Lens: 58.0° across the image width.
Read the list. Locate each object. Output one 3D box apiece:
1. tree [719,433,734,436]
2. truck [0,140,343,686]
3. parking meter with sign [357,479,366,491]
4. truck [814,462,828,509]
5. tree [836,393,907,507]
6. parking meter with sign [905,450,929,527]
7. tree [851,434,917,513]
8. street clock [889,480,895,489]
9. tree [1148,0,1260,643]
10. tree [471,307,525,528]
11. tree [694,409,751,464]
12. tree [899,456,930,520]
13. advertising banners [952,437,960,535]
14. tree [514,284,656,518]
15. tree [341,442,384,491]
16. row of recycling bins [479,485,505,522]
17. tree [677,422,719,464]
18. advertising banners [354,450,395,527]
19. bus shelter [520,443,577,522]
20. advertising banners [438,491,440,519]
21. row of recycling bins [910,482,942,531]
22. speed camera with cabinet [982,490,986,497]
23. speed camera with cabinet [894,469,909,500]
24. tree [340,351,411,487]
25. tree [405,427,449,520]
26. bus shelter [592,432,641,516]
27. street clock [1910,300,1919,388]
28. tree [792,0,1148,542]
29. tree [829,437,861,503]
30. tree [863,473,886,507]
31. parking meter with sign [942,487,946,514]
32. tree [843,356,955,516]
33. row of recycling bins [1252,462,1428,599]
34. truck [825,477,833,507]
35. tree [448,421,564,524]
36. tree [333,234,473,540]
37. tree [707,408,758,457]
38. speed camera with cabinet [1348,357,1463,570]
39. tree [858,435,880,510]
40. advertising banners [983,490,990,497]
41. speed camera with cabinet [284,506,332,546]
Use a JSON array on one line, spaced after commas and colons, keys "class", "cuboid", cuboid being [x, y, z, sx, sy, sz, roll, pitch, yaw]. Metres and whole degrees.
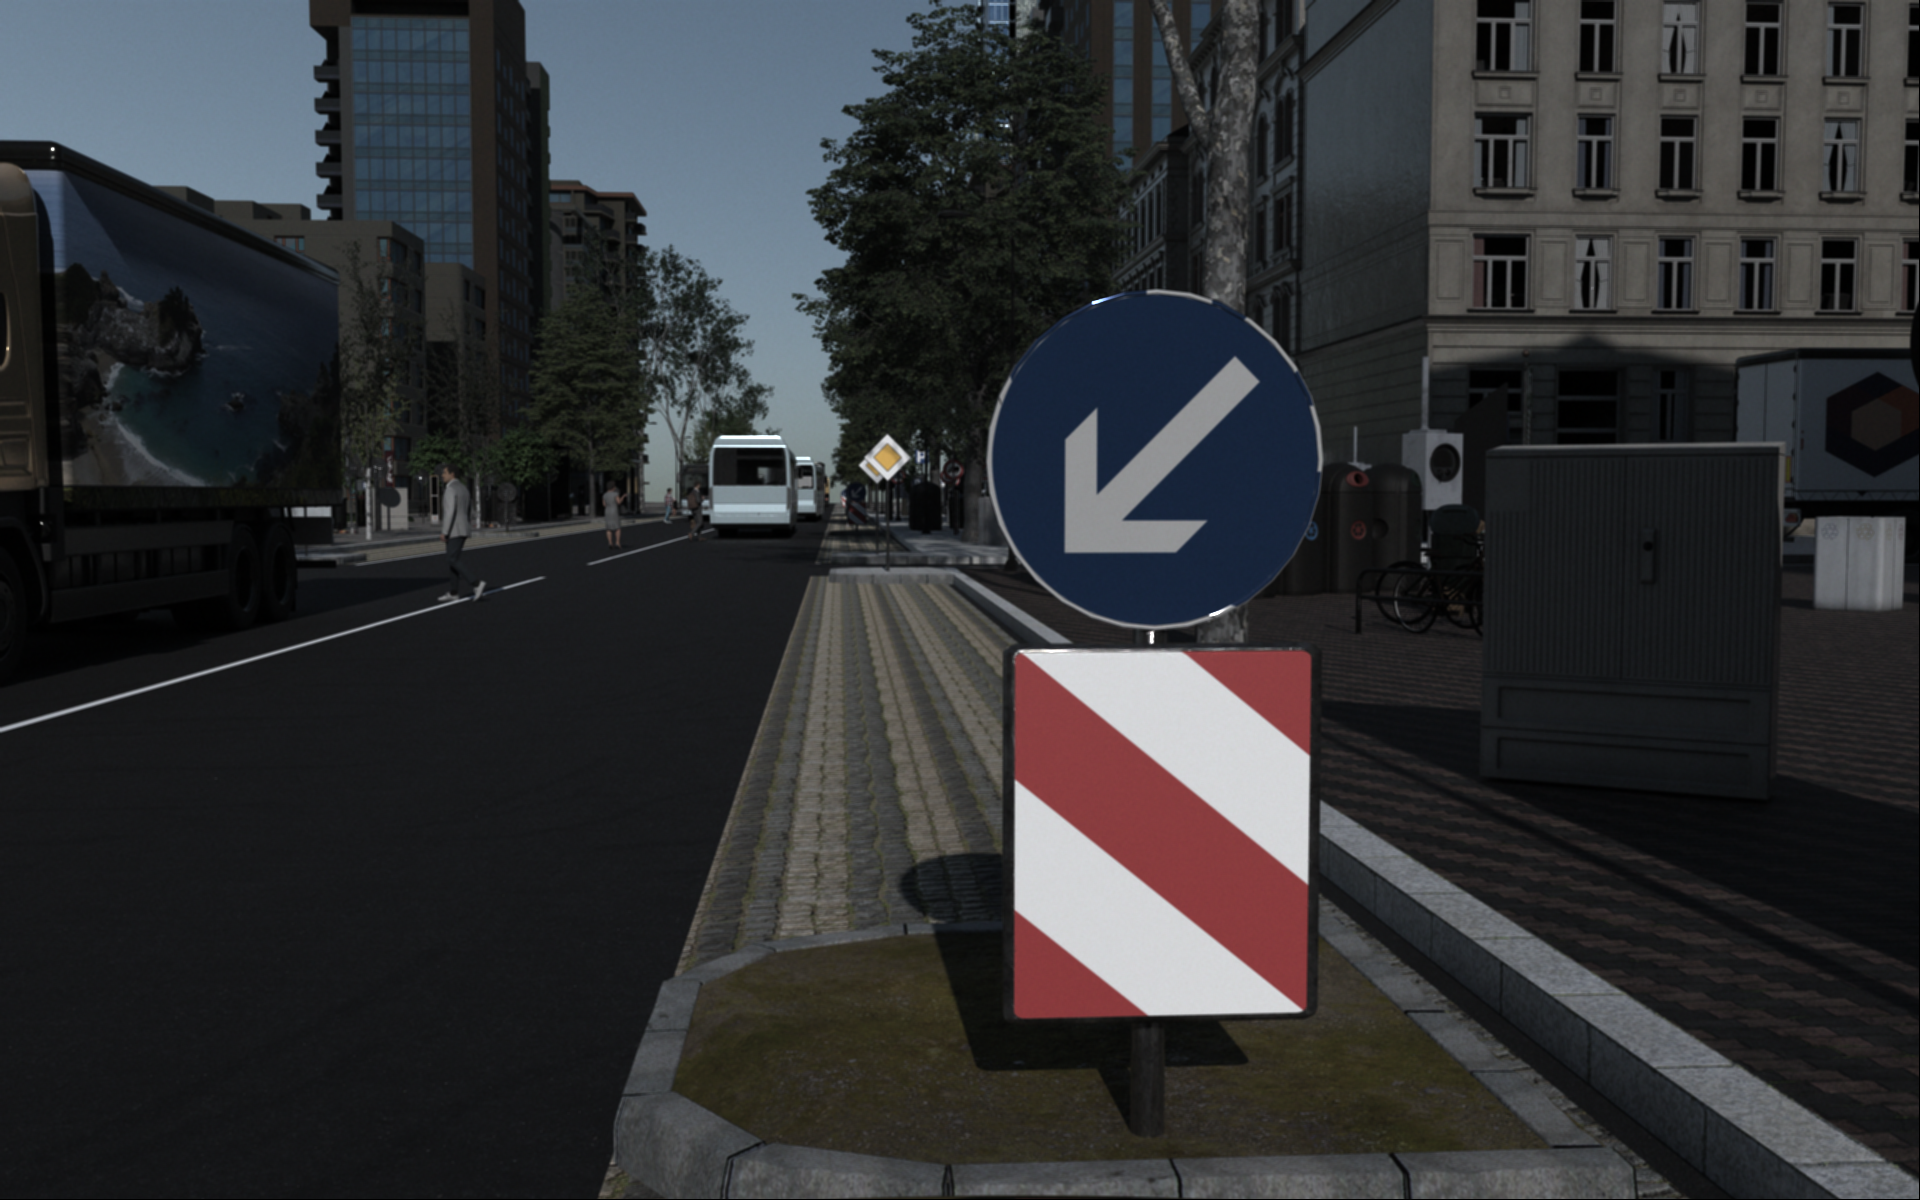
[{"class": "tree", "cuboid": [-27.767, -15.593, 205.302, 4.360, 8.622, 3.978, 0, 3, 0]}, {"class": "truck", "cuboid": [-8.512, -1.656, 15.995, 2.839, 4.237, 11.283, 0, 4, -4]}, {"class": "parking meter with sign", "cuboid": [-29.227, -5.411, 84.734, 0.543, 3.016, 1.738, -3, 5, -42]}, {"class": "truck", "cuboid": [-13.637, -10.331, 157.823, 2.839, 4.237, 11.283, 0, 4, -2]}, {"class": "tree", "cuboid": [-8.529, -15.446, 170.664, 7.486, 12.596, 7.792, 0, 3, 0]}, {"class": "parking meter with sign", "cuboid": [-1.624, -4.335, 67.139, 0.543, 3.016, 1.738, 1, 4, 9]}, {"class": "tree", "cuboid": [-4.491, -10.040, 114.517, 4.360, 8.622, 3.978, 0, 3, 0]}, {"class": "street clock", "cuboid": [-3.635, -5.250, 90.412, 0.358, 2.002, 0.471, 3, 5, 41]}, {"class": "tree", "cuboid": [3.289, -9.675, 14.082, 12.611, 20.169, 13.585, 0, 3, 0]}, {"class": "tree", "cuboid": [-18.078, -6.973, 64.365, 4.360, 8.622, 3.978, 0, 3, 0]}, {"class": "tree", "cuboid": [-29.044, -17.472, 211.428, 9.928, 11.665, 9.643, 0, 3, 0]}, {"class": "tree", "cuboid": [-2.360, -5.667, 87.255, 1.663, 3.219, 1.824, 0, 3, 0]}, {"class": "advertising banners", "cuboid": [-0.141, -3.558, 54.368, 0.090, 3.025, 2.074, 0, 4, 5]}, {"class": "tree", "cuboid": [-20.363, -10.772, 94.256, 7.486, 12.596, 7.792, 0, 3, 0]}, {"class": "tree", "cuboid": [-35.612, -7.258, 102.375, 4.285, 4.588, 4.351, 0, 3, 0]}, {"class": "row of recycling bins", "cuboid": [-22.143, -4.552, 81.535, 1.069, 1.692, 3.534, -1, 4, -23]}, {"class": "tree", "cuboid": [-25.677, -13.530, 171.575, 4.737, 8.622, 4.395, 0, 3, 0]}, {"class": "advertising banners", "cuboid": [-23.252, -4.446, 68.872, 0.090, 3.025, 2.074, 2, 4, 31]}, {"class": "bus shelter", "cuboid": [-19.579, -5.583, 82.558, 1.731, 3.624, 6.357, 0, 4, -4]}, {"class": "advertising banners", "cuboid": [-27.267, -5.771, 90.539, 0.090, 3.025, 2.074, -1, 4, -18]}, {"class": "row of recycling bins", "cuboid": [-1.288, -3.364, 62.109, 1.069, 1.692, 3.534, 0, 4, -6]}, {"class": "speed camera with cabinet", "cuboid": [1.319, -4.441, 66.951, 2.038, 3.252, 0.660, 3, 4, 37]}, {"class": "speed camera with cabinet", "cuboid": [-2.610, -6.074, 93.639, 2.038, 3.252, 0.660, 3, 4, 37]}, {"class": "tree", "cuboid": [-30.031, -8.423, 88.080, 4.737, 8.622, 4.395, 0, 3, 0]}, {"class": "tree", "cuboid": [-25.428, -6.187, 84.875, 4.285, 4.588, 4.351, 0, 3, 0]}, {"class": "bus shelter", "cuboid": [-20.827, -7.763, 104.548, 2.179, 5.291, 8.768, 0, 4, -4]}, {"class": "street clock", "cuboid": [3.273, -0.060, 5.546, 0.471, 2.002, 0.358, -2, 4, -26]}, {"class": "tree", "cuboid": [0.461, -8.513, 45.837, 9.857, 13.997, 8.962, 0, 3, 0]}, {"class": "tree", "cuboid": [-14.782, -20.597, 253.769, 9.611, 12.733, 9.660, 0, 3, 0]}, {"class": "tree", "cuboid": [-8.310, -11.852, 177.486, 4.285, 4.588, 4.351, 0, 3, 0]}, {"class": "parking meter with sign", "cuboid": [-0.725, -6.892, 108.948, 1.738, 3.016, 0.543, -2, 4, -26]}, {"class": "tree", "cuboid": [-3.432, -10.765, 101.756, 9.928, 11.665, 9.643, 0, 3, 0]}, {"class": "row of recycling bins", "cuboid": [4.580, -0.934, 22.385, 3.534, 1.692, 1.069, -2, 4, -35]}, {"class": "truck", "cuboid": [-16.359, -12.456, 199.579, 3.469, 3.379, 9.791, 0, 4, -4]}, {"class": "tree", "cuboid": [-19.026, -5.624, 75.662, 4.285, 4.588, 4.351, 0, 3, 0]}, {"class": "tree", "cuboid": [-16.883, -6.011, 48.644, 4.360, 8.622, 3.978, 0, 3, 0]}, {"class": "tree", "cuboid": [-29.585, -18.988, 228.574, 7.486, 12.596, 7.792, 0, 3, 0]}, {"class": "speed camera with cabinet", "cuboid": [6.163, -1.850, 24.583, 2.038, 3.252, 0.660, -2, 4, -25]}, {"class": "tree", "cuboid": [-6.544, -11.696, 141.592, 4.737, 8.622, 4.395, 0, 3, 0]}, {"class": "advertising banners", "cuboid": [1.555, -3.776, 57.918, 2.074, 3.025, 0.090, 3, 5, 44]}, {"class": "speed camera with cabinet", "cuboid": [-16.516, -2.942, 42.436, 2.038, 3.252, 0.660, -3, 5, -43]}]
